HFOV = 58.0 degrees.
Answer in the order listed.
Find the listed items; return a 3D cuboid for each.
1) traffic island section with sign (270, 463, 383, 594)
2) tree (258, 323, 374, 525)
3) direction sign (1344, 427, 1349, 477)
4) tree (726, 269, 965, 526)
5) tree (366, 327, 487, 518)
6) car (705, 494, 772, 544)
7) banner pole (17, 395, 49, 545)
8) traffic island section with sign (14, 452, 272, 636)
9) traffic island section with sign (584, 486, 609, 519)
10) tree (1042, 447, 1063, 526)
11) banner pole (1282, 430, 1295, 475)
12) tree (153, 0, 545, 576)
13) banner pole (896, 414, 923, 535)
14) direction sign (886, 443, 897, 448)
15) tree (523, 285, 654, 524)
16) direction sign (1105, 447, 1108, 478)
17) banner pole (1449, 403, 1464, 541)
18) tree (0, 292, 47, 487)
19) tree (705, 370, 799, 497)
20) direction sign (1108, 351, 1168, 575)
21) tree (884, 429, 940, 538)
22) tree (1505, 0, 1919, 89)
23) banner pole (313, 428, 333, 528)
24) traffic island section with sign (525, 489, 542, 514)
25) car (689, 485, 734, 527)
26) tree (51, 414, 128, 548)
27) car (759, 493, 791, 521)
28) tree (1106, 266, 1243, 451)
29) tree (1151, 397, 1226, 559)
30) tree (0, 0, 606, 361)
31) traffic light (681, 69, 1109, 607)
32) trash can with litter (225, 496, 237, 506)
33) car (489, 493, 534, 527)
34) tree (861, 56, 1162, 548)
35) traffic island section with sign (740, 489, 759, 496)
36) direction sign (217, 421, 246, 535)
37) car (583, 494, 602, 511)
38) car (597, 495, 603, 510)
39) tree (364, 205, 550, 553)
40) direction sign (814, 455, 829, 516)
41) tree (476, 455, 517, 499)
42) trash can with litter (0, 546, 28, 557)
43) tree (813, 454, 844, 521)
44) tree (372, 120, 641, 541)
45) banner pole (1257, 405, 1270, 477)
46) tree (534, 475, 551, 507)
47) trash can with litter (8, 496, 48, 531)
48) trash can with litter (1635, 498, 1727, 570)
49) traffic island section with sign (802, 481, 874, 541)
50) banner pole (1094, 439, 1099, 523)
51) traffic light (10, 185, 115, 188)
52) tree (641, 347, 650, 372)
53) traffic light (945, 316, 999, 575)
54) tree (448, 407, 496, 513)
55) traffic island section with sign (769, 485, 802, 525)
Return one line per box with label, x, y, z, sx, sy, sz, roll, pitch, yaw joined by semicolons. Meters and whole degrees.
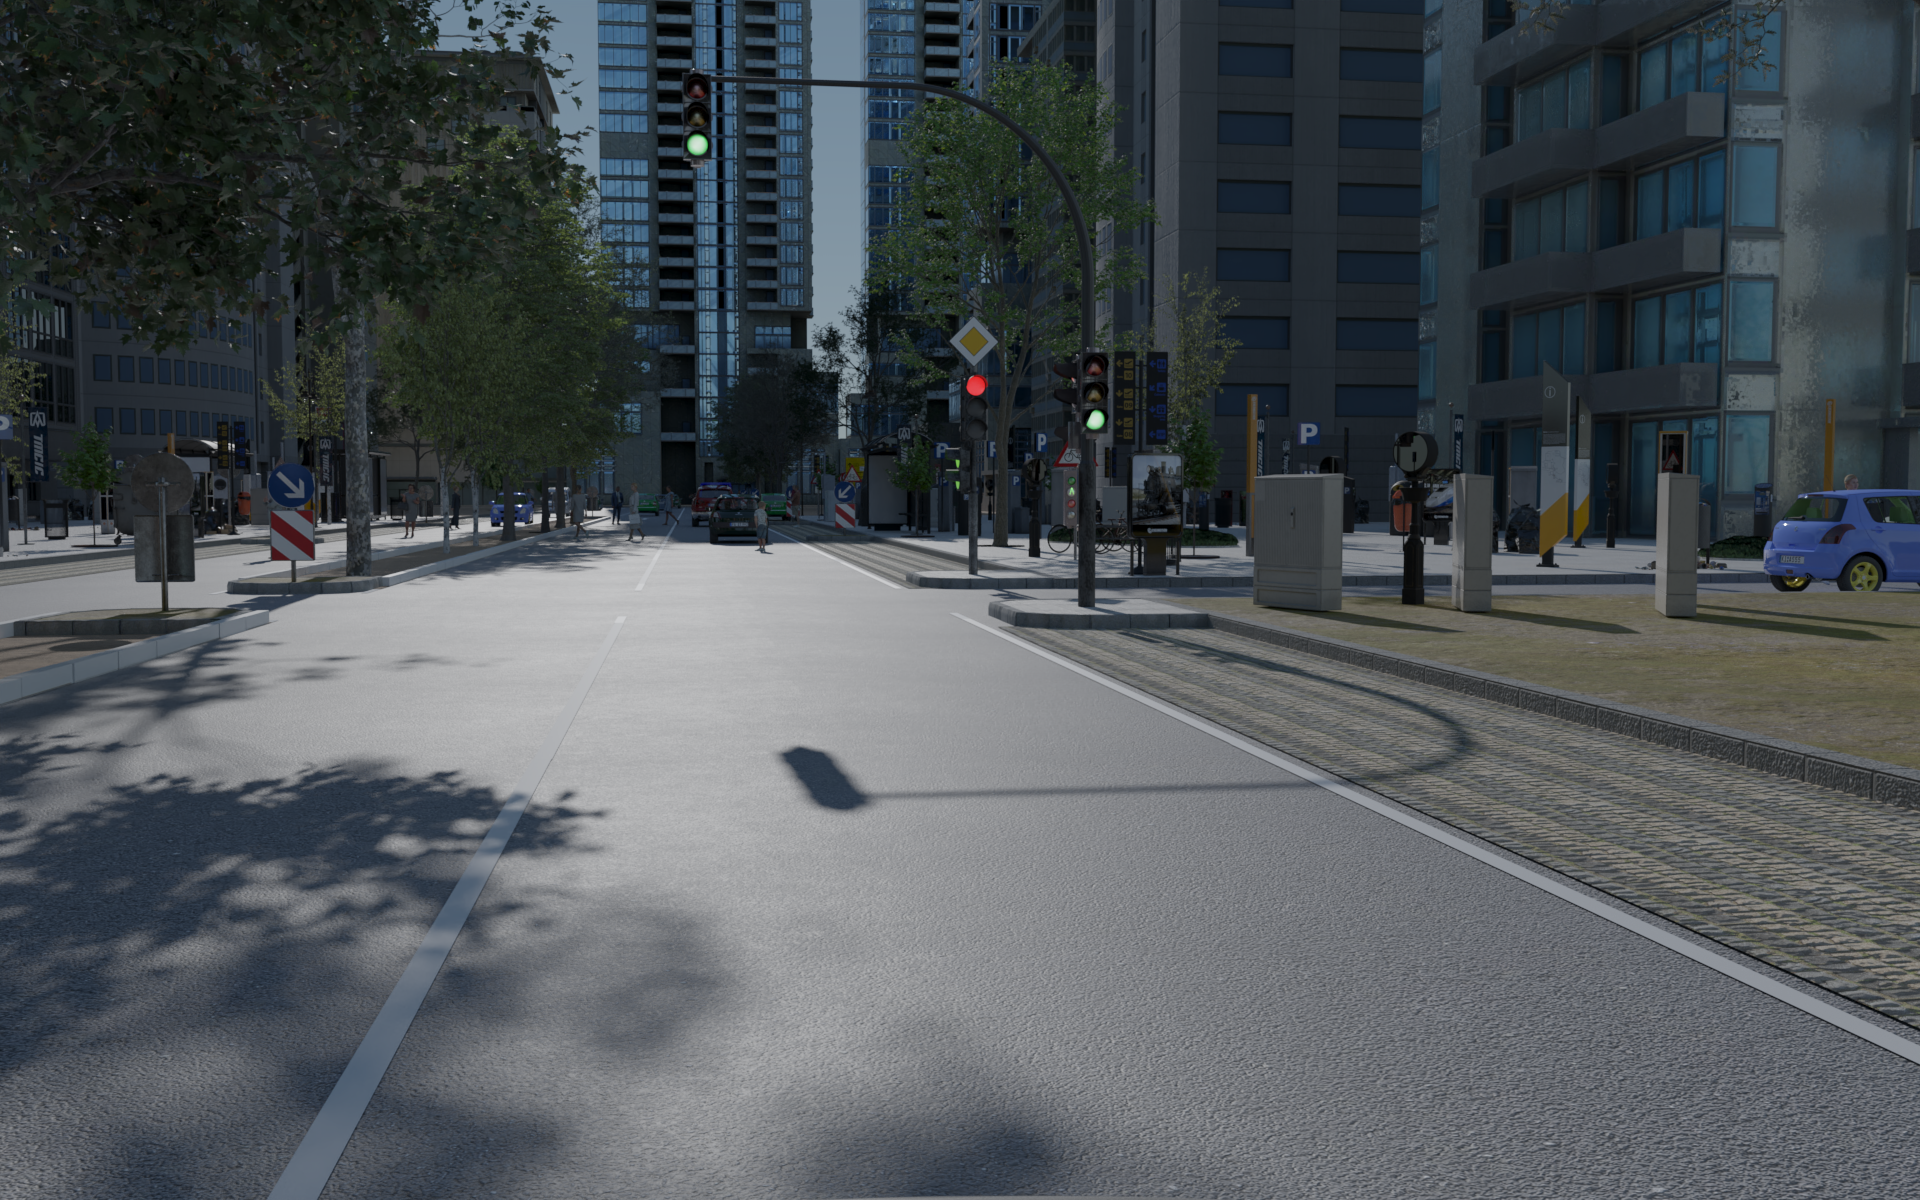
traffic island section with sign;-9.786;-1.078;25.763;2.006;1.907;1.989;-1;4;-9
tree;-26.674;-7.462;72.365;4.360;8.622;3.978;0;3;0
direction sign;13.188;-4.108;59.165;0.379;3.537;0.876;1;4;20
tree;-3.725;-8.261;69.474;7.601;10.594;8.767;3;4;37
tree;-28.456;-9.588;91.176;7.601;10.594;8.767;0;4;-7
car;-6.599;-2.558;51.615;2.009;1.686;4.222;0;4;-8
banner pole;-23.453;-3.290;43.816;0.863;3.779;0.401;0;4;-3
traffic island section with sign;-8.664;-0.630;18.441;2.006;1.907;1.989;-1;4;-9
traffic island section with sign;-21.272;-5.620;100.022;2.006;1.907;1.989;-1;4;-9
tree;4.155;-4.642;70.493;1.663;3.219;1.824;0;3;0
banner pole;12.887;-4.765;67.929;0.401;3.779;0.863;-2;4;-30
tree;-11.808;-10.513;30.241;12.611;20.169;13.585;0;3;0
banner pole;-1.596;-3.952;54.631;0.863;3.779;0.401;1;4;9
direction sign;-3.117;-5.224;77.409;0.379;3.537;0.876;3;5;39
tree;-18.502;-9.472;83.087;9.928;11.665;9.643;0;3;0
direction sign;7.264;-5.604;83.619;0.379;3.537;0.876;3;5;44
banner pole;13.620;-3.526;47.667;0.863;3.779;0.401;-3;5;-42
tree;-31.558;-6.458;55.953;4.360;8.622;3.978;0;3;0
tree;-20.426;-16.350;173.977;9.857;13.997;8.962;0;3;0
direction sign;2.874;-2.177;27.587;0.876;3.537;0.379;-1;4;-9
tree;-1.176;-3.472;51.375;1.663;3.219;1.824;0;3;0
tree;5.609;-5.955;7.733;12.009;13.543;11.850;0;3;0
banner pole;-24.159;-4.621;65.574;0.863;3.779;0.401;-1;4;-11
traffic island section with sign;-31.196;-7.165;125.777;1.989;1.847;2.006;-1;4;-9
car;-10.932;-4.193;77.224;2.281;1.827;5.304;-1;4;-8
tree;-20.902;-2.897;41.968;1.663;3.219;1.824;0;3;0
car;-10.112;-5.166;93.266;1.959;1.807;4.718;-1;4;-10
tree;6.997;-6.445;55.736;4.360;8.622;3.978;0;3;0
tree;4.733;-2.454;34.727;1.663;3.219;1.824;0;3;0
tree;-7.560;-5.677;12.279;9.611;12.733;9.660;0;3;0
traffic light;-0.642;-2.722;19.178;4.771;5.953;1.251;-1;4;-9
trash can with litter;-40.189;-5.110;94.940;0.624;1.170;1.055;3;4;36
car;-20.098;-4.167;77.715;1.945;1.707;3.694;-1;4;-10
tree;1.088;-7.086;41.613;9.928;11.665;9.643;0;3;0
traffic island section with sign;-15.308;-7.314;128.214;1.989;1.847;2.006;-1;4;-9
direction sign;-22.695;-3.793;54.013;0.876;3.537;0.379;0;3;0
car;-31.665;-8.329;147.975;2.131;1.459;4.920;0;4;-8
car;-34.032;-9.048;160.513;1.945;1.354;3.894;-1;4;-10
tree;-12.267;-5.403;41.163;4.737;8.622;4.395;0;3;0
direction sign;-8.108;-6.694;101.441;0.876;3.537;0.379;-1;4;-18
tree;-36.387;-9.330;136.260;4.285;4.588;4.351;0;3;0
trash can with litter;-20.447;-1.496;35.524;2.233;1.210;1.678;1;4;22
tree;-6.292;-5.452;83.743;1.663;3.219;1.824;0;3;0
tree;-13.958;-8.097;52.966;7.486;12.596;7.792;0;3;0
banner pole;8.509;-3.585;48.627;0.401;3.779;0.863;3;5;42
tree;-42.076;-11.015;174.697;1.663;3.219;1.824;0;3;0
trash can with litter;-33.091;-3.051;60.934;2.233;1.210;1.678;1;4;16
trash can with litter;12.421;-1.155;29.946;2.233;1.210;1.678;-2;4;-28
traffic island section with sign;-3.707;-2.725;53.174;1.989;1.847;2.006;-1;4;-9
banner pole;5.806;-5.321;77.015;0.863;3.779;0.401;-1;4;-21
traffic light;-13.872;-3.102;25.383;4.771;5.953;1.251;-1;4;-9
tree;-17.039;-9.335;73.218;7.486;12.596;7.792;0;3;0
traffic light;0.192;-2.361;27.528;0.839;4.253;0.868;-1;4;-9
tree;-33.475;-10.324;119.159;4.360;8.622;3.978;0;3;0
traffic island section with sign;-7.882;-4.373;80.130;1.989;1.847;2.006;-1;4;-9
